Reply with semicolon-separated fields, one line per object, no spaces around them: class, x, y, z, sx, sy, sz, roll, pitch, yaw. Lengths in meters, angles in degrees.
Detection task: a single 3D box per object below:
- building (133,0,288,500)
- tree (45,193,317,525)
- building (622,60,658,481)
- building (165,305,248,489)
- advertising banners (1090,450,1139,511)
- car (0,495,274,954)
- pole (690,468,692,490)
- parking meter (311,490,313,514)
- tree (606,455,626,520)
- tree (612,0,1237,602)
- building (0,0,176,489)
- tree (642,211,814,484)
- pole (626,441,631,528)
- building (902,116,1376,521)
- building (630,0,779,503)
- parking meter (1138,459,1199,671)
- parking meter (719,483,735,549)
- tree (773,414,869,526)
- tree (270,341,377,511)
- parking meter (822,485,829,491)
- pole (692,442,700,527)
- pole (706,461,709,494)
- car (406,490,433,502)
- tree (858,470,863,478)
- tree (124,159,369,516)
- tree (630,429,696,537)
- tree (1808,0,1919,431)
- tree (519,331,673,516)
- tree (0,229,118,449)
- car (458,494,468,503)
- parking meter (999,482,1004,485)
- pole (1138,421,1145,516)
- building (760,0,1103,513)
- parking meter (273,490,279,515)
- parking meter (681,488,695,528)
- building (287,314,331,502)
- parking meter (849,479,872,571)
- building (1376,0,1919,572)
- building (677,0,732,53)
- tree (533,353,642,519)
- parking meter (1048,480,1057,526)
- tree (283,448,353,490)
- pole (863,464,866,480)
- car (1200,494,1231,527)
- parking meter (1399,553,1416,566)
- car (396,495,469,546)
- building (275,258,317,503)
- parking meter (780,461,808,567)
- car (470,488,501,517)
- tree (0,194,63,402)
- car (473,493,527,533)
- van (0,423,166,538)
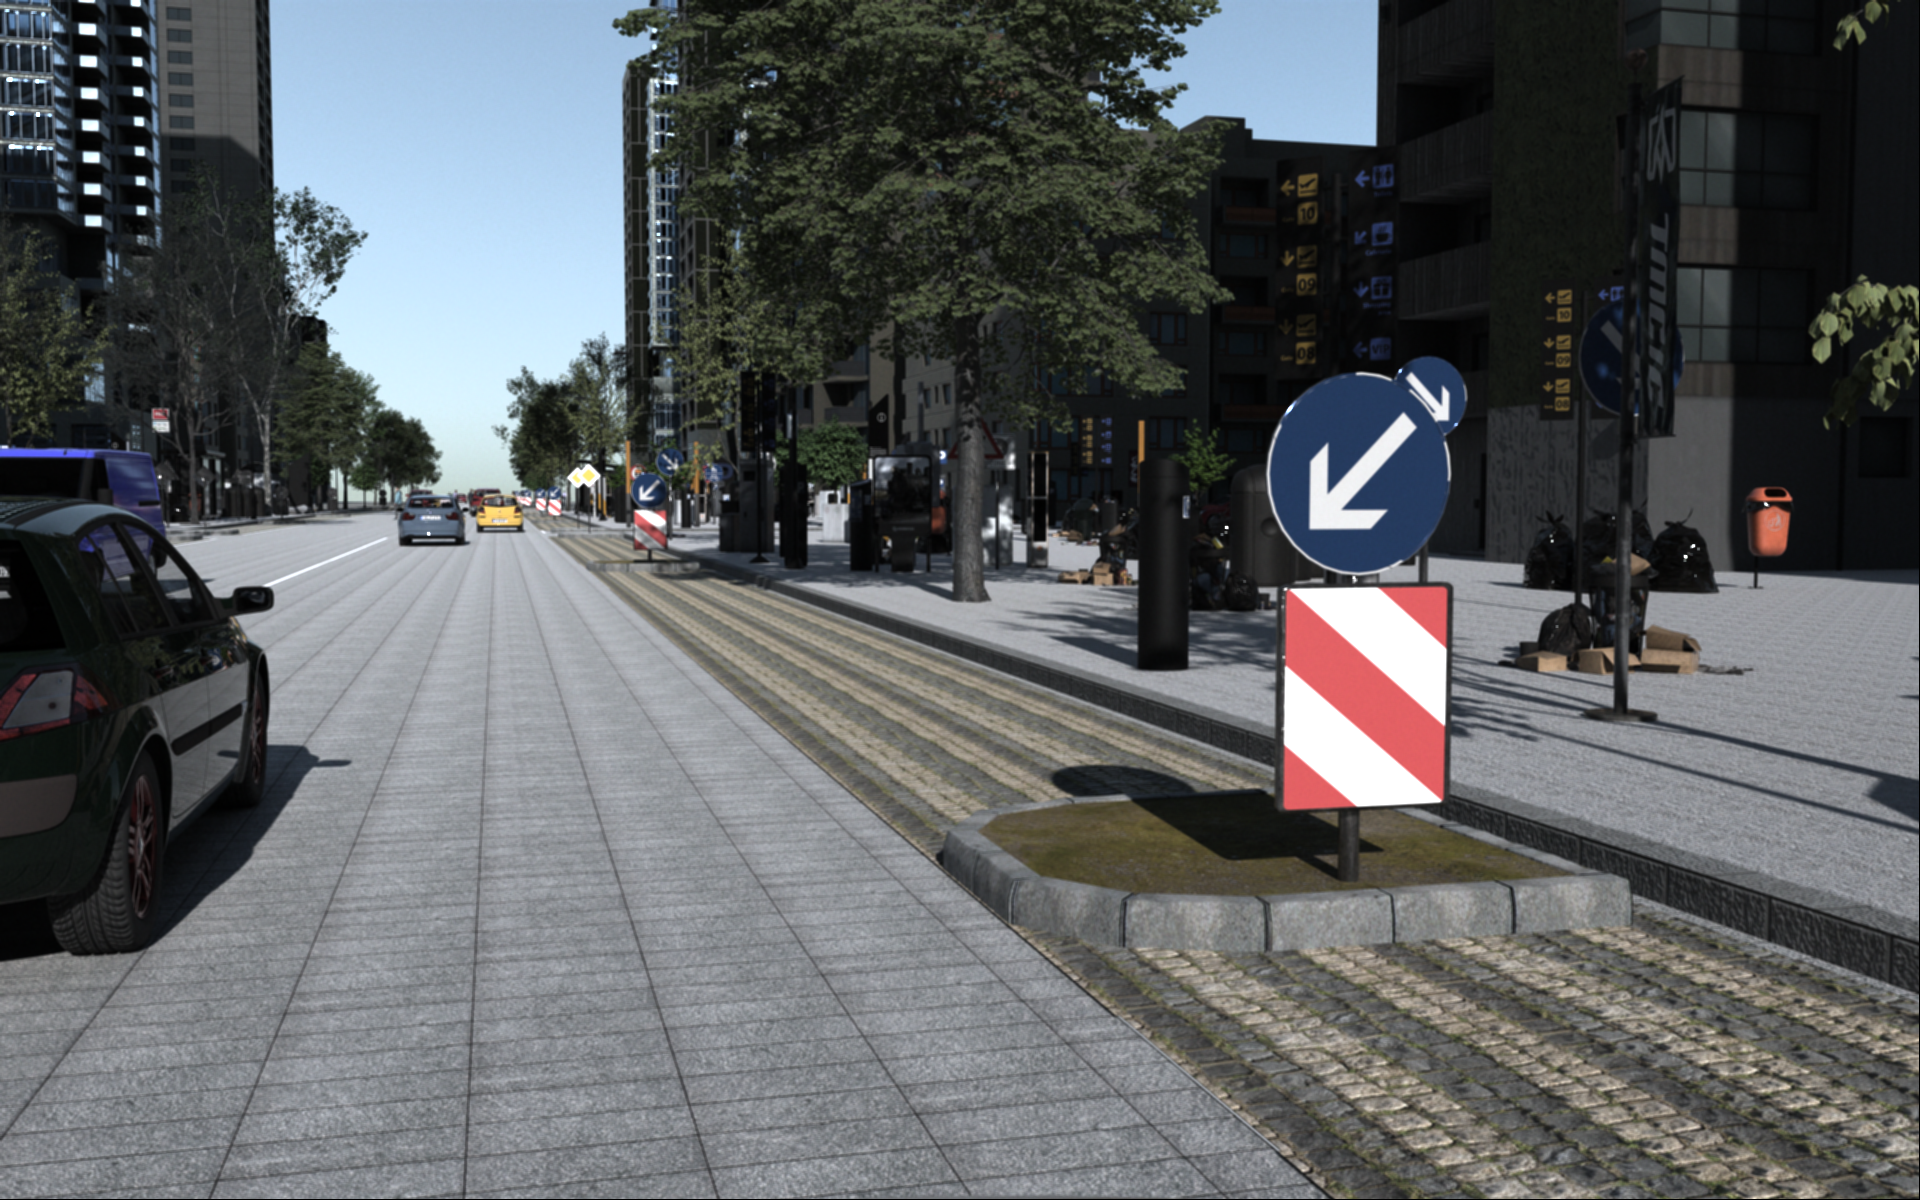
building;-100.552;-48.498;231.195;20.563;71.187;20.611;-1;4;-15
tree;-32.053;-9.875;71.832;12.009;13.543;11.850;0;3;0
building;-46.640;-51.901;286.830;20.563;71.187;20.611;-1;4;-15
building;-86.982;-19.901;170.422;27.650;21.520;28.899;-1;4;-15
advertising banners;6.219;-4.458;69.077;2.074;3.025;0.090;0;4;-3
car;-3.738;0.197;6.567;2.009;1.686;4.222;-1;4;-15
pole;-16.159;-6.766;104.467;0.158;3.312;0.155;0;3;0
parking meter;-42.539;-6.416;113.318;0.372;1.533;0.369;0;3;0
tree;-16.849;-5.603;86.212;1.663;3.219;1.824;0;3;0
tree;-0.283;-6.246;20.251;7.486;12.596;7.792;0;3;0
building;-77.058;-50.585;139.738;22.319;86.520;31.000;-1;4;-15
tree;-5.405;-5.629;42.402;4.737;8.622;4.395;0;3;0
pole;-12.704;-4.432;66.313;0.158;3.312;0.155;0;3;0
building;13.922;-15.486;98.238;28.899;21.520;27.650;-1;4;-15
building;-38.409;-58.026;261.402;22.319;86.520;31.000;-1;4;-15
parking meter;1.493;-0.262;12.699;0.372;1.533;0.369;0;3;0
parking meter;-5.444;-1.963;40.502;0.372;1.533;0.369;0;3;0
tree;-4.904;-5.215;68.980;4.285;4.588;4.351;0;3;0
tree;-47.243;-12.877;128.663;7.486;12.596;7.792;0;3;0
parking meter;-8.075;-6.015;104.049;0.399;1.863;0.255;-3;5;-40
pole;-10.244;-4.503;67.462;0.158;3.312;0.155;0;3;0
pole;-15.469;-6.868;106.128;0.158;3.312;0.155;0;3;0
car;-46.276;-8.552;148.502;2.281;1.827;5.304;-1;4;-13
tree;-6.287;-6.862;106.797;1.663;3.219;1.824;0;3;0
tree;-40.924;-14.890;99.337;12.611;20.169;13.585;0;3;0
tree;-8.646;-3.501;51.847;1.663;3.219;1.824;0;3;0
tree;4.431;-3.411;6.136;4.737;8.622;4.395;0;3;0
tree;-21.040;-10.111;99.735;8.767;10.594;7.601;-1;4;-19
tree;-25.793;-5.945;47.568;4.737;8.622;4.395;0;3;0
car;-77.452;-15.885;268.758;2.155;1.783;4.494;-1;4;-14
parking meter;1.770;-4.288;75.815;0.399;1.863;0.255;0;4;-5
pole;5.039;-3.320;48.127;0.158;3.312;0.155;0;3;0
building;-2.610;-28.792;125.368;22.147;44.769;28.867;-1;4;-15
parking meter;-42.615;-6.089;107.969;0.372;1.533;0.369;0;3;0
parking meter;-10.343;-3.486;65.405;0.372;1.533;0.369;0;3;0
building;-108.211;-30.773;274.841;14.160;30.474;14.107;-1;4;-15
parking meter;-1.654;-1.259;29.003;0.372;1.533;0.369;0;3;0
building;16.179;-16.146;35.685;14.160;30.474;14.107;-1;4;-15
building;-22.115;-46.119;192.292;20.563;71.187;20.611;-1;4;-15
tree;-18.952;-8.584;90.704;4.737;8.622;4.395;0;3;0
parking meter;3.632;-3.864;68.888;0.399;1.863;0.255;-1;4;-12
tree;-45.790;-8.418;121.344;4.285;4.588;4.351;0;3;0
pole;-5.810;-6.828;105.481;0.158;3.312;0.155;0;3;0
car;10.648;-3.513;66.481;4.494;1.783;2.155;-1;4;-16
parking meter;7.987;-1.558;31.179;0.399;1.863;0.255;3;5;44
car;-15.001;-2.279;49.271;2.014;1.417;4.499;-1;4;-15
building;-112.076;-34.326;253.111;32.217;40.220;23.993;-1;4;-15
parking meter;-2.906;-1.529;30.704;0.255;1.863;0.399;3;4;38
car;-30.210;-6.250;110.862;2.281;1.827;5.304;-1;4;-14
tree;-23.943;-5.603;41.964;4.360;8.622;3.978;0;3;0
car;-17.542;-3.413;66.031;2.015;1.641;3.980;-1;4;-15
van;-11.981;-1.125;22.781;2.240;2.365;5.245;-1;4;-14
